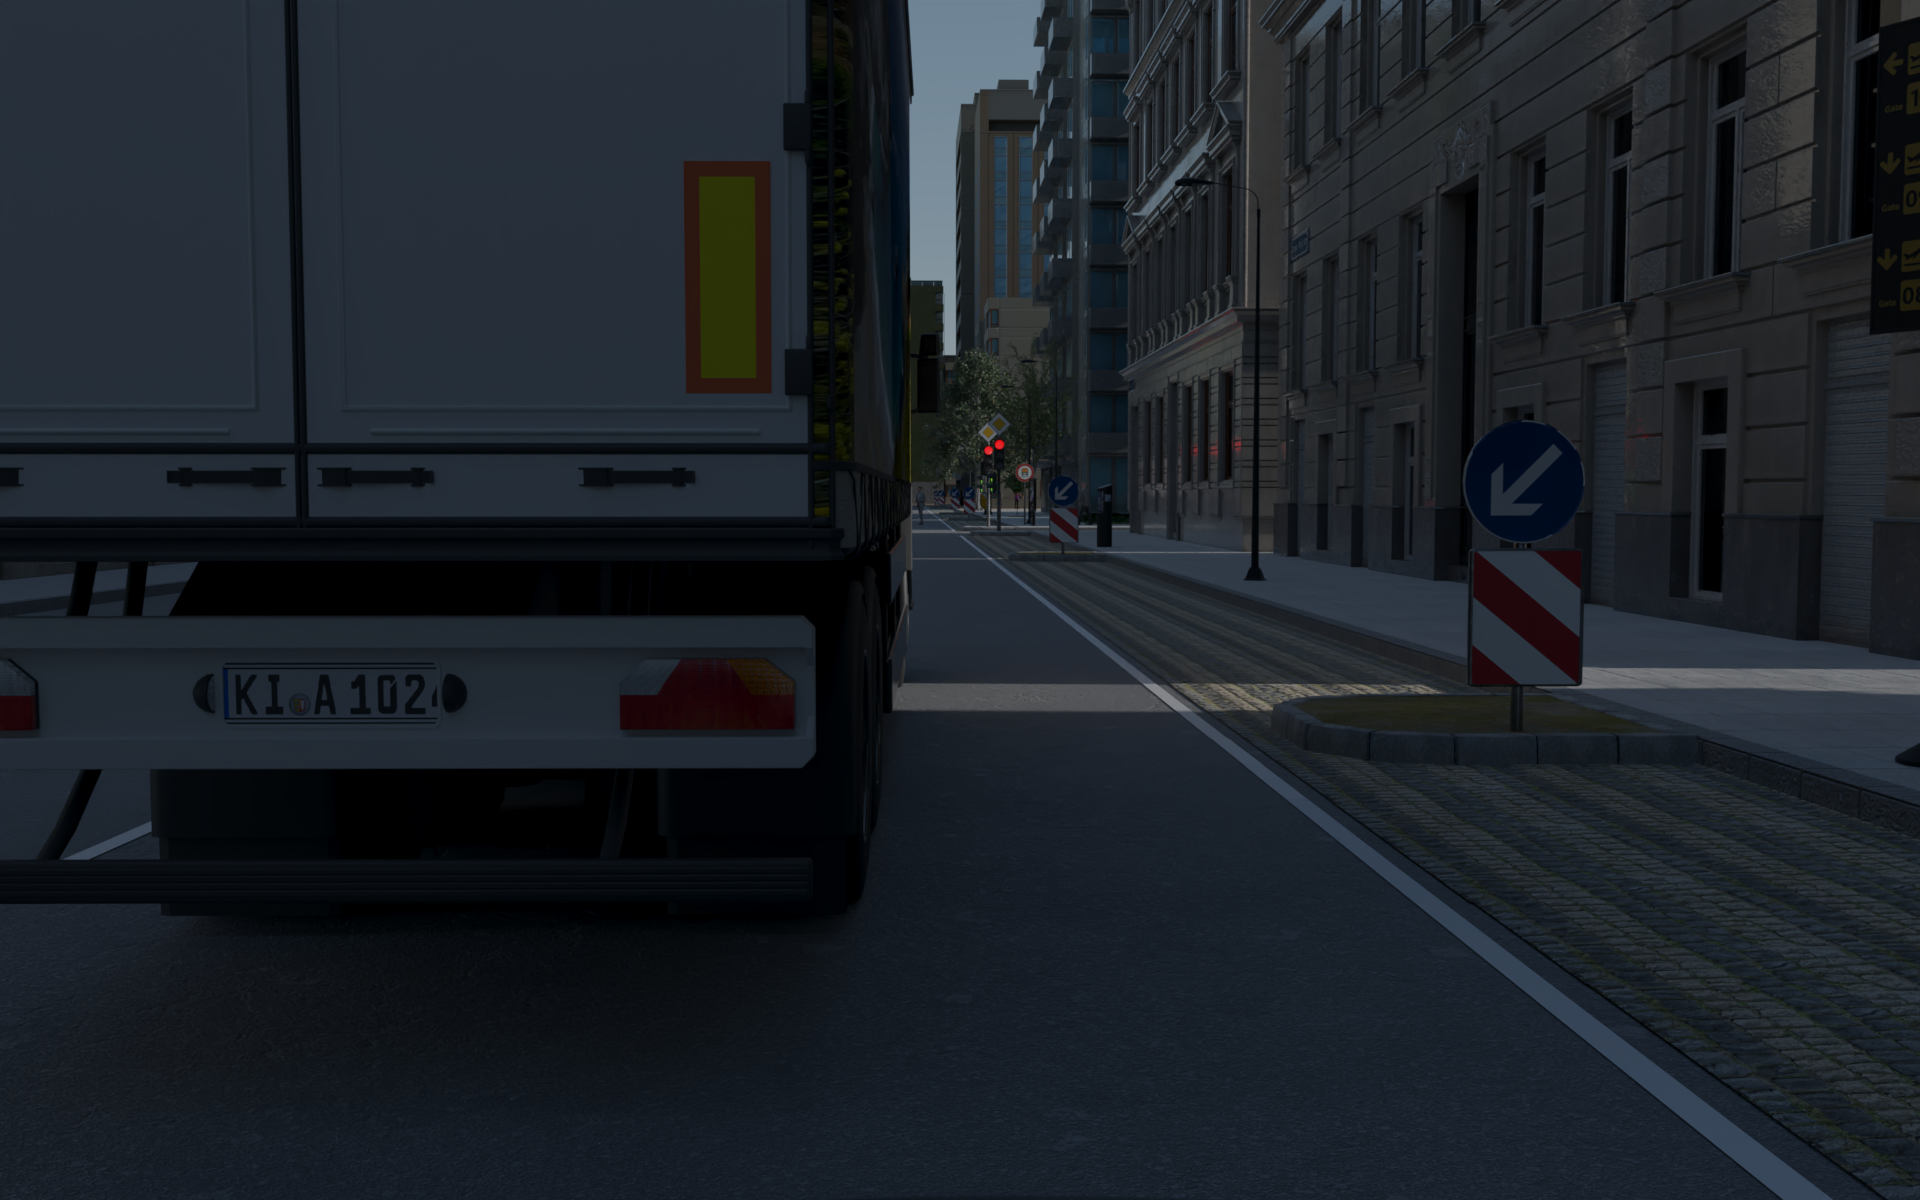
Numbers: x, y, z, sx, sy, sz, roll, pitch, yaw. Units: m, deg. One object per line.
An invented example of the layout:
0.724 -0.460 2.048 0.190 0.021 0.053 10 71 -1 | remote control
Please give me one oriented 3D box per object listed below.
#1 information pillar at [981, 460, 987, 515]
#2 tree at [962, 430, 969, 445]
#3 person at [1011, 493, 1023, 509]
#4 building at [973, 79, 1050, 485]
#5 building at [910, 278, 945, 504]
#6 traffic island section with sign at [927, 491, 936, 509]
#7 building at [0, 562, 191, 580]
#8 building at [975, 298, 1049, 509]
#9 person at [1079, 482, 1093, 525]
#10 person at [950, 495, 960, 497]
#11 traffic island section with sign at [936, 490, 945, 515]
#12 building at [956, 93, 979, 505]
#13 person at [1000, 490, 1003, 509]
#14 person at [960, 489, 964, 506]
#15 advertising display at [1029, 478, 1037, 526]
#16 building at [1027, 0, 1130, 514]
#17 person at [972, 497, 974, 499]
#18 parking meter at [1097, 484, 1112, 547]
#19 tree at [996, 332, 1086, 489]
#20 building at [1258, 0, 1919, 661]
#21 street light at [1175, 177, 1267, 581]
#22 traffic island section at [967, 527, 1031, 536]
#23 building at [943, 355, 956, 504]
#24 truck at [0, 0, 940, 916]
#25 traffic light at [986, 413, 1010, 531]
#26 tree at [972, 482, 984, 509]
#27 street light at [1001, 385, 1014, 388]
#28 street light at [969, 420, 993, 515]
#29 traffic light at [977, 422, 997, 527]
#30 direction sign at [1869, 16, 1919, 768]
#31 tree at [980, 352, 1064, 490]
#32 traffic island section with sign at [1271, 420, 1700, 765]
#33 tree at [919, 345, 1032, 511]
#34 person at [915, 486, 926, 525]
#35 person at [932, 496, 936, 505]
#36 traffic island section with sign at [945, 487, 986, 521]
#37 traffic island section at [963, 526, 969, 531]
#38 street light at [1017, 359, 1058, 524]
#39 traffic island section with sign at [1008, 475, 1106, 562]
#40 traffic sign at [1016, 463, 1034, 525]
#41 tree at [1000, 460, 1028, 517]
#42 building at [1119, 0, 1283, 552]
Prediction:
1.514 -7.032 106.330 0.504 3.616 0.183 -3 5 -39 | information pillar
1.804 -11.976 146.166 4.360 8.622 3.978 0 3 0 | tree
4.820 -8.537 146.303 1.217 1.739 0.721 2 4 27 | person
8.763 -32.932 188.540 14.600 45.320 14.200 0 4 -2 | building
-9.223 -28.279 234.069 14.107 30.474 14.160 0 4 -2 | building
-1.955 -9.849 169.655 1.989 1.847 2.006 0 4 -2 | traffic island section with sign
-21.323 -11.445 20.407 16.112 22.955 30.059 0 4 -2 | building
15.854 -19.712 167.333 27.650 21.520 28.899 0 4 -2 | building
5.058 -3.964 71.258 0.834 1.777 0.661 0 4 -1 | person
-0.579 -11.260 190.825 1.217 1.739 0.721 0 4 -6 | person
-0.473 -6.846 120.563 1.989 1.847 2.006 0 4 -2 | traffic island section with sign
10.433 -35.637 206.367 21.300 48.544 21.600 0 4 -2 | building
3.558 -8.886 152.796 0.415 1.643 0.593 -1 4 -11 | person
0.202 -10.806 182.851 0.705 1.807 1.348 1 4 9 | person
2.932 -3.944 69.697 0.123 1.923 0.974 0 4 -8 | advertising display
16.274 -29.972 109.649 23.786 49.044 30.456 0 4 -2 | building
1.220 -9.344 162.010 0.628 1.438 0.799 -1 4 -20 | person
3.506 -2.055 42.006 0.372 1.533 0.369 0 3 0 | parking meter
3.468 -7.925 79.928 4.737 8.622 4.395 0 3 0 | tree
12.656 -13.871 24.050 12.463 27.353 25.104 0 4 -2 | building
3.847 -3.244 25.585 1.470 5.913 1.316 0 4 -2 | street light
1.369 -2.303 59.937 2.009 0.180 2.903 0 4 -2 | traffic island section
12.109 -24.278 241.976 28.899 21.520 27.650 0 4 -2 | building
-1.524 -1.251 9.364 2.839 4.237 11.283 0 4 -1 | truck
1.328 -4.336 59.822 0.839 4.253 0.868 0 4 -2 | traffic light
1.796 -9.486 149.697 1.663 3.219 1.824 0 3 0 | tree
2.431 -6.197 73.867 1.470 5.913 1.316 0 4 -2 | street light
1.388 -8.318 108.536 1.470 5.913 1.316 0 4 -2 | street light
1.086 -4.825 67.803 0.839 4.253 0.868 0 4 -2 | traffic light
4.650 -0.985 8.108 0.379 3.537 0.876 -2 4 -25 | direction sign
3.504 -8.416 87.971 4.360 8.622 3.978 0 3 0 | tree
2.891 -0.087 10.049 1.989 1.847 2.006 0 4 -2 | traffic island section with sign
1.426 -13.237 133.430 9.611 12.733 9.660 0 3 0 | tree
-1.919 -4.456 81.557 0.606 1.804 0.583 3 5 40 | person
-2.849 -11.513 199.966 0.599 1.433 0.991 3 5 42 | person
0.360 -5.172 93.188 1.989 1.847 2.006 0 4 -2 | traffic island section with sign
1.126 -2.791 67.918 2.009 0.180 2.903 0 4 -2 | traffic island section
2.790 -5.340 59.853 1.470 5.913 1.316 0 4 -2 | street light
2.056 -1.755 37.322 1.989 1.847 2.006 0 4 -2 | traffic island section with sign
2.688 -4.390 71.883 0.768 2.556 0.104 0 4 2 | traffic sign
3.303 -6.269 97.093 1.663 3.219 1.824 0 3 0 | tree
10.902 -12.923 47.453 11.583 22.565 21.152 0 4 -2 | building
